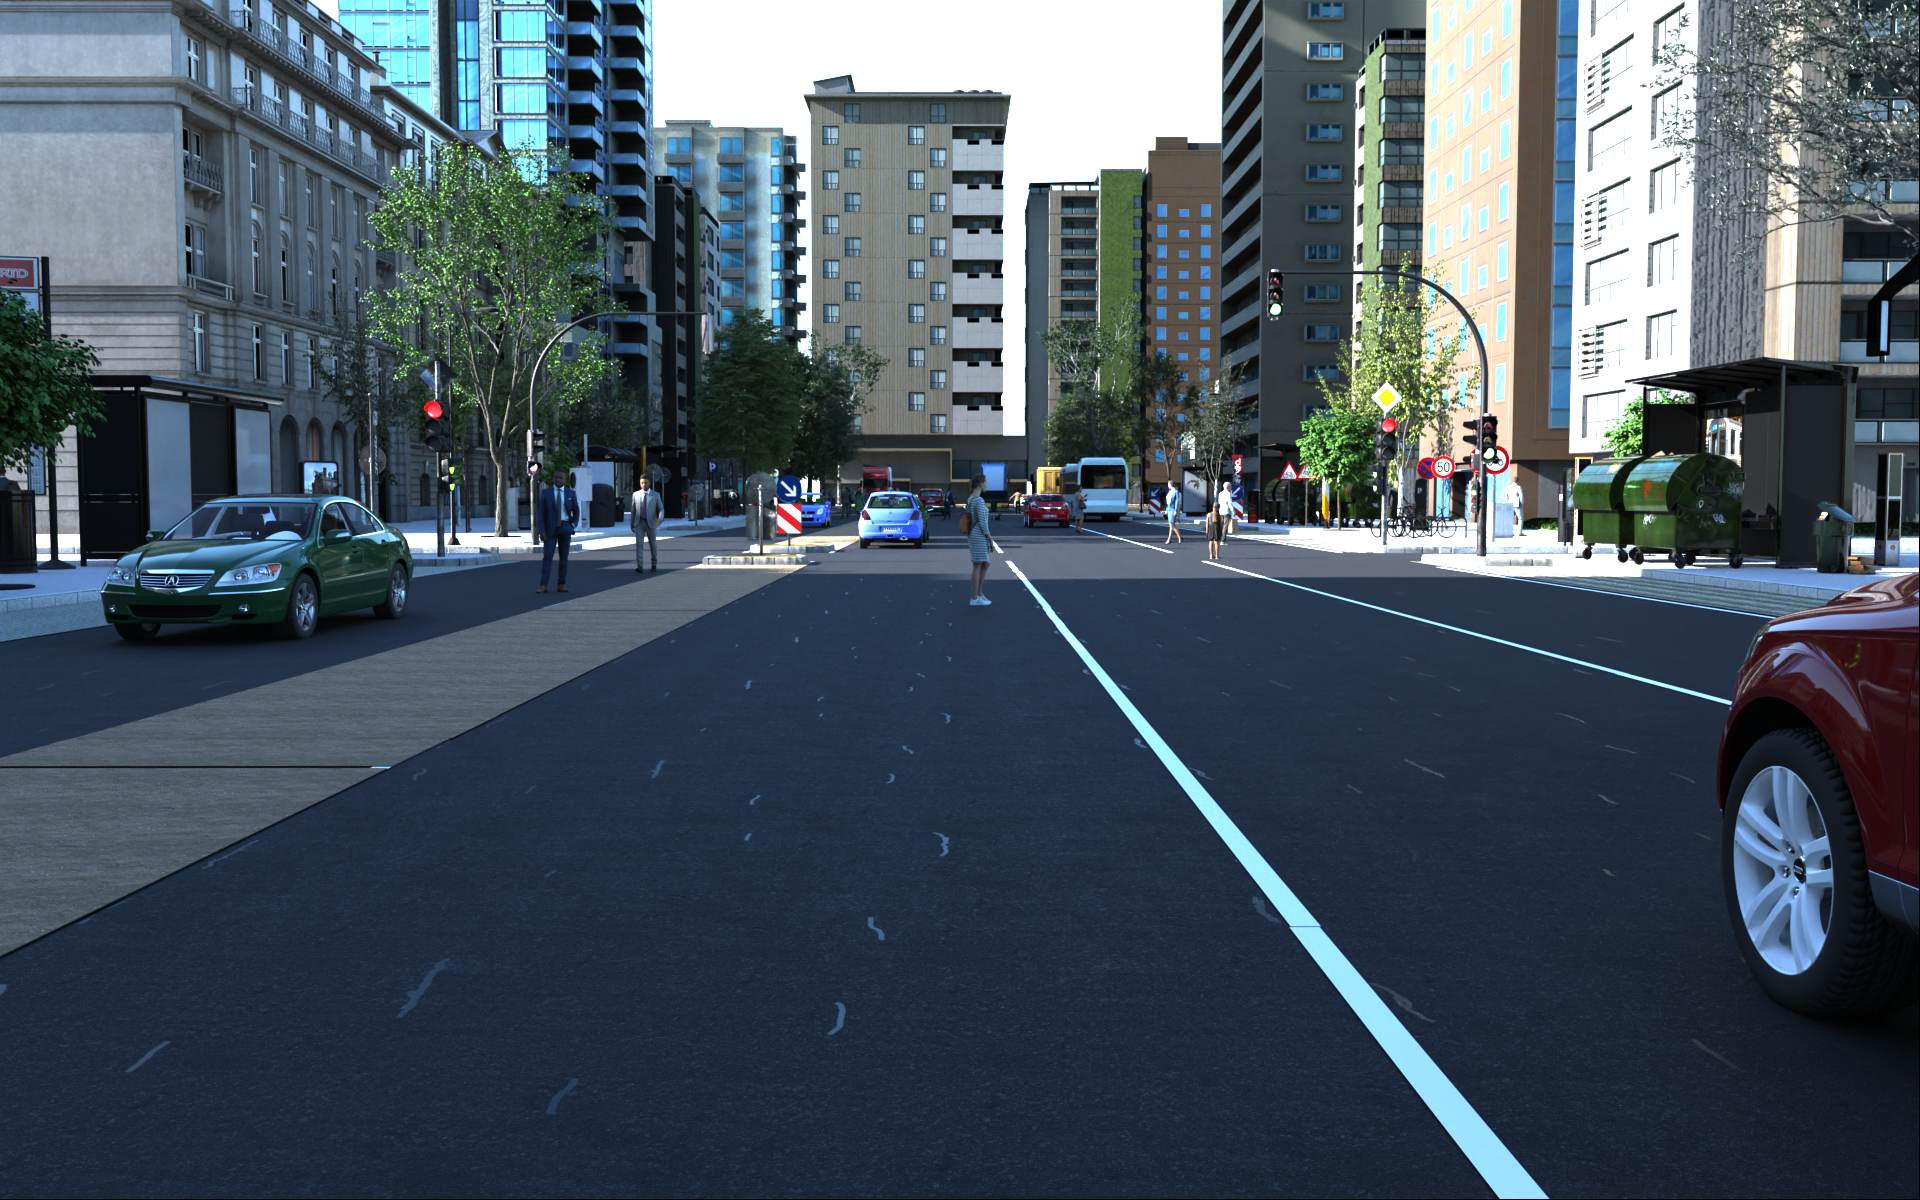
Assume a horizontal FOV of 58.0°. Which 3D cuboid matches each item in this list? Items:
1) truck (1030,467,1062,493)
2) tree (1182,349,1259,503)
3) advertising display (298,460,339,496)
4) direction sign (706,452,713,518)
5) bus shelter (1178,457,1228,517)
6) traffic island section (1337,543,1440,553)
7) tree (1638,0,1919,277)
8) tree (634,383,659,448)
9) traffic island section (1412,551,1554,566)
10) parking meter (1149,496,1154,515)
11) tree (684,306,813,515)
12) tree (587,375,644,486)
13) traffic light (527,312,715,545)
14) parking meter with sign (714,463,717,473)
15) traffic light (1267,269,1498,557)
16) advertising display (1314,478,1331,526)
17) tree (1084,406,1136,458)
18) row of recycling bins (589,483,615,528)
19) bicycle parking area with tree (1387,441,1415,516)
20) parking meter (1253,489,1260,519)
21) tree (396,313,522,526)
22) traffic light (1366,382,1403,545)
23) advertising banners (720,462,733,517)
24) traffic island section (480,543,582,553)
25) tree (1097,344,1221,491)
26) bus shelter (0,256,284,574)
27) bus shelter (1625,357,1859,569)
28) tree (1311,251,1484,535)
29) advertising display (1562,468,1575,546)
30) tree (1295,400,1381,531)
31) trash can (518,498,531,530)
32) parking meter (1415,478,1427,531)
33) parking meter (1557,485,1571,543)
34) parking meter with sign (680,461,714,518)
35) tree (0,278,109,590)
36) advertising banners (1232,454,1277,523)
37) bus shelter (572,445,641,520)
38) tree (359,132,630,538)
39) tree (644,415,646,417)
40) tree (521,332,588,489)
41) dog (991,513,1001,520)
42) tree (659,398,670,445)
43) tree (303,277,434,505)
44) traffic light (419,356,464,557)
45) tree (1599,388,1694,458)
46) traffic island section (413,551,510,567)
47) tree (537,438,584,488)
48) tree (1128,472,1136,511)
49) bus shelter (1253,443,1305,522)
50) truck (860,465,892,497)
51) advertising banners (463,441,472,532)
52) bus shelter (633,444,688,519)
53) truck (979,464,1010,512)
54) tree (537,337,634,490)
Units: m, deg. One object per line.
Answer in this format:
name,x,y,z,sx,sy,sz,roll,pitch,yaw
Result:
truck,6.867,-7.848,124.244,3.469,3.379,9.791,0,4,1
tree,13.167,-8.458,88.651,4.360,8.622,3.978,0,3,0
advertising display,-12.374,-1.727,33.458,0.123,1.923,0.974,1,4,22
direction sign,-13.578,-6.219,93.678,0.379,3.537,0.876,0,4,3
bus shelter,13.449,-6.259,96.256,2.014,3.302,5.546,0,4,0
traffic island section,10.673,-1.299,43.513,2.009,0.180,2.903,0,4,0
tree,13.989,-6.852,22.401,12.009,13.543,11.850,0,3,0
tree,-18.649,-8.604,91.043,4.360,8.622,3.978,0,3,0
traffic island section,10.702,-0.810,35.528,2.009,0.180,2.903,0,4,0
parking meter,12.069,-6.142,108.825,0.372,1.533,0.369,0,3,0
tree,-12.619,-11.409,104.668,7.486,12.596,7.792,0,3,0
tree,-20.876,-9.012,97.713,4.737,8.622,4.395,0,3,0
traffic light,-8.537,-4.201,43.349,4.771,5.953,1.251,0,4,0
parking meter with sign,-14.113,-6.087,95.786,0.543,3.016,1.738,2,4,25
traffic light,8.570,-3.706,35.265,4.771,5.953,1.251,0,4,0
advertising display,14.471,-3.902,69.016,0.974,1.923,0.123,-3,4,-36
tree,12.442,-11.652,140.867,4.360,8.622,3.978,0,3,0
row of recycling bins,-14.089,-3.724,67.992,1.069,1.692,3.534,-1,4,-9
bicycle parking area with tree,25.231,-6.666,95.987,9.016,4.147,8.231,3,5,40
parking meter,15.073,-4.866,87.975,0.372,1.533,0.369,0,3,0
tree,-20.211,-7.240,68.741,4.737,8.622,4.395,0,3,0
traffic light,10.633,-3.332,43.399,0.839,4.253,0.868,0,4,0
advertising banners,-12.792,-6.042,94.967,0.090,3.025,2.074,-2,4,-26
traffic island section,-10.668,-1.294,43.441,2.009,0.180,2.903,0,4,0
tree,12.967,-10.590,107.562,8.767,10.594,7.601,-3,5,-42
bus shelter,-15.245,-3.322,31.952,2.179,5.291,8.768,0,3,0
bus shelter,14.586,-2.539,32.788,1.731,3.624,6.357,0,3,0
tree,13.887,-6.314,53.604,4.737,8.622,4.395,0,3,0
advertising display,15.226,-2.292,42.686,0.974,1.923,0.123,-2,4,-30
tree,13.424,-4.722,60.918,4.285,4.588,4.351,0,3,0
trash can,-15.518,-3.071,61.865,0.748,1.137,0.748,0,3,0
parking meter,16.168,-3.364,60.706,0.255,1.863,0.399,-3,5,-42
parking meter,16.038,-2.291,45.877,0.372,1.533,0.369,0,3,0
parking meter with sign,-14.229,-5.898,92.688,1.738,3.016,0.543,0,4,-1
tree,-13.417,-2.421,23.304,4.285,4.588,4.351,0,3,0
advertising banners,12.938,-4.894,76.207,2.074,3.025,0.090,2,4,25
bus shelter,-15.046,-4.912,74.228,2.014,3.302,5.546,0,3,0
tree,-13.585,-7.647,50.789,9.928,11.665,9.643,0,3,0
tree,-21.028,-9.405,104.133,4.737,8.622,4.395,0,3,0
tree,-19.329,-7.712,76.456,4.737,8.622,4.395,0,3,0
dog,1.987,-4.524,94.162,0.748,0.427,0.550,3,4,38
tree,-21.172,-9.995,113.775,4.360,8.622,3.978,0,3,0
tree,-20.344,-6.676,59.510,4.360,8.622,3.978,0,3,0
traffic light,-10.599,-2.838,35.321,0.839,4.253,0.868,0,4,0
tree,20.207,-4.048,49.906,4.285,4.588,4.351,0,3,0
traffic island section,-10.639,-0.806,35.456,2.009,0.180,2.903,0,4,0
tree,-13.864,-4.001,60.023,1.663,3.219,1.824,0,3,0
tree,12.334,-8.405,132.023,1.663,3.219,1.824,0,3,0
bus shelter,15.315,-5.572,82.388,1.731,3.624,6.357,0,4,0
truck,-7.960,-10.869,166.614,2.839,4.237,11.283,0,4,0
advertising banners,-16.529,-3.782,58.029,0.090,3.025,2.074,-1,4,-11
bus shelter,-14.617,-5.724,84.875,1.731,3.624,6.357,0,4,0
truck,2.855,-9.618,147.020,2.967,4.110,18.799,0,4,1
tree,-18.137,-8.040,81.823,4.360,8.622,3.978,0,3,0
